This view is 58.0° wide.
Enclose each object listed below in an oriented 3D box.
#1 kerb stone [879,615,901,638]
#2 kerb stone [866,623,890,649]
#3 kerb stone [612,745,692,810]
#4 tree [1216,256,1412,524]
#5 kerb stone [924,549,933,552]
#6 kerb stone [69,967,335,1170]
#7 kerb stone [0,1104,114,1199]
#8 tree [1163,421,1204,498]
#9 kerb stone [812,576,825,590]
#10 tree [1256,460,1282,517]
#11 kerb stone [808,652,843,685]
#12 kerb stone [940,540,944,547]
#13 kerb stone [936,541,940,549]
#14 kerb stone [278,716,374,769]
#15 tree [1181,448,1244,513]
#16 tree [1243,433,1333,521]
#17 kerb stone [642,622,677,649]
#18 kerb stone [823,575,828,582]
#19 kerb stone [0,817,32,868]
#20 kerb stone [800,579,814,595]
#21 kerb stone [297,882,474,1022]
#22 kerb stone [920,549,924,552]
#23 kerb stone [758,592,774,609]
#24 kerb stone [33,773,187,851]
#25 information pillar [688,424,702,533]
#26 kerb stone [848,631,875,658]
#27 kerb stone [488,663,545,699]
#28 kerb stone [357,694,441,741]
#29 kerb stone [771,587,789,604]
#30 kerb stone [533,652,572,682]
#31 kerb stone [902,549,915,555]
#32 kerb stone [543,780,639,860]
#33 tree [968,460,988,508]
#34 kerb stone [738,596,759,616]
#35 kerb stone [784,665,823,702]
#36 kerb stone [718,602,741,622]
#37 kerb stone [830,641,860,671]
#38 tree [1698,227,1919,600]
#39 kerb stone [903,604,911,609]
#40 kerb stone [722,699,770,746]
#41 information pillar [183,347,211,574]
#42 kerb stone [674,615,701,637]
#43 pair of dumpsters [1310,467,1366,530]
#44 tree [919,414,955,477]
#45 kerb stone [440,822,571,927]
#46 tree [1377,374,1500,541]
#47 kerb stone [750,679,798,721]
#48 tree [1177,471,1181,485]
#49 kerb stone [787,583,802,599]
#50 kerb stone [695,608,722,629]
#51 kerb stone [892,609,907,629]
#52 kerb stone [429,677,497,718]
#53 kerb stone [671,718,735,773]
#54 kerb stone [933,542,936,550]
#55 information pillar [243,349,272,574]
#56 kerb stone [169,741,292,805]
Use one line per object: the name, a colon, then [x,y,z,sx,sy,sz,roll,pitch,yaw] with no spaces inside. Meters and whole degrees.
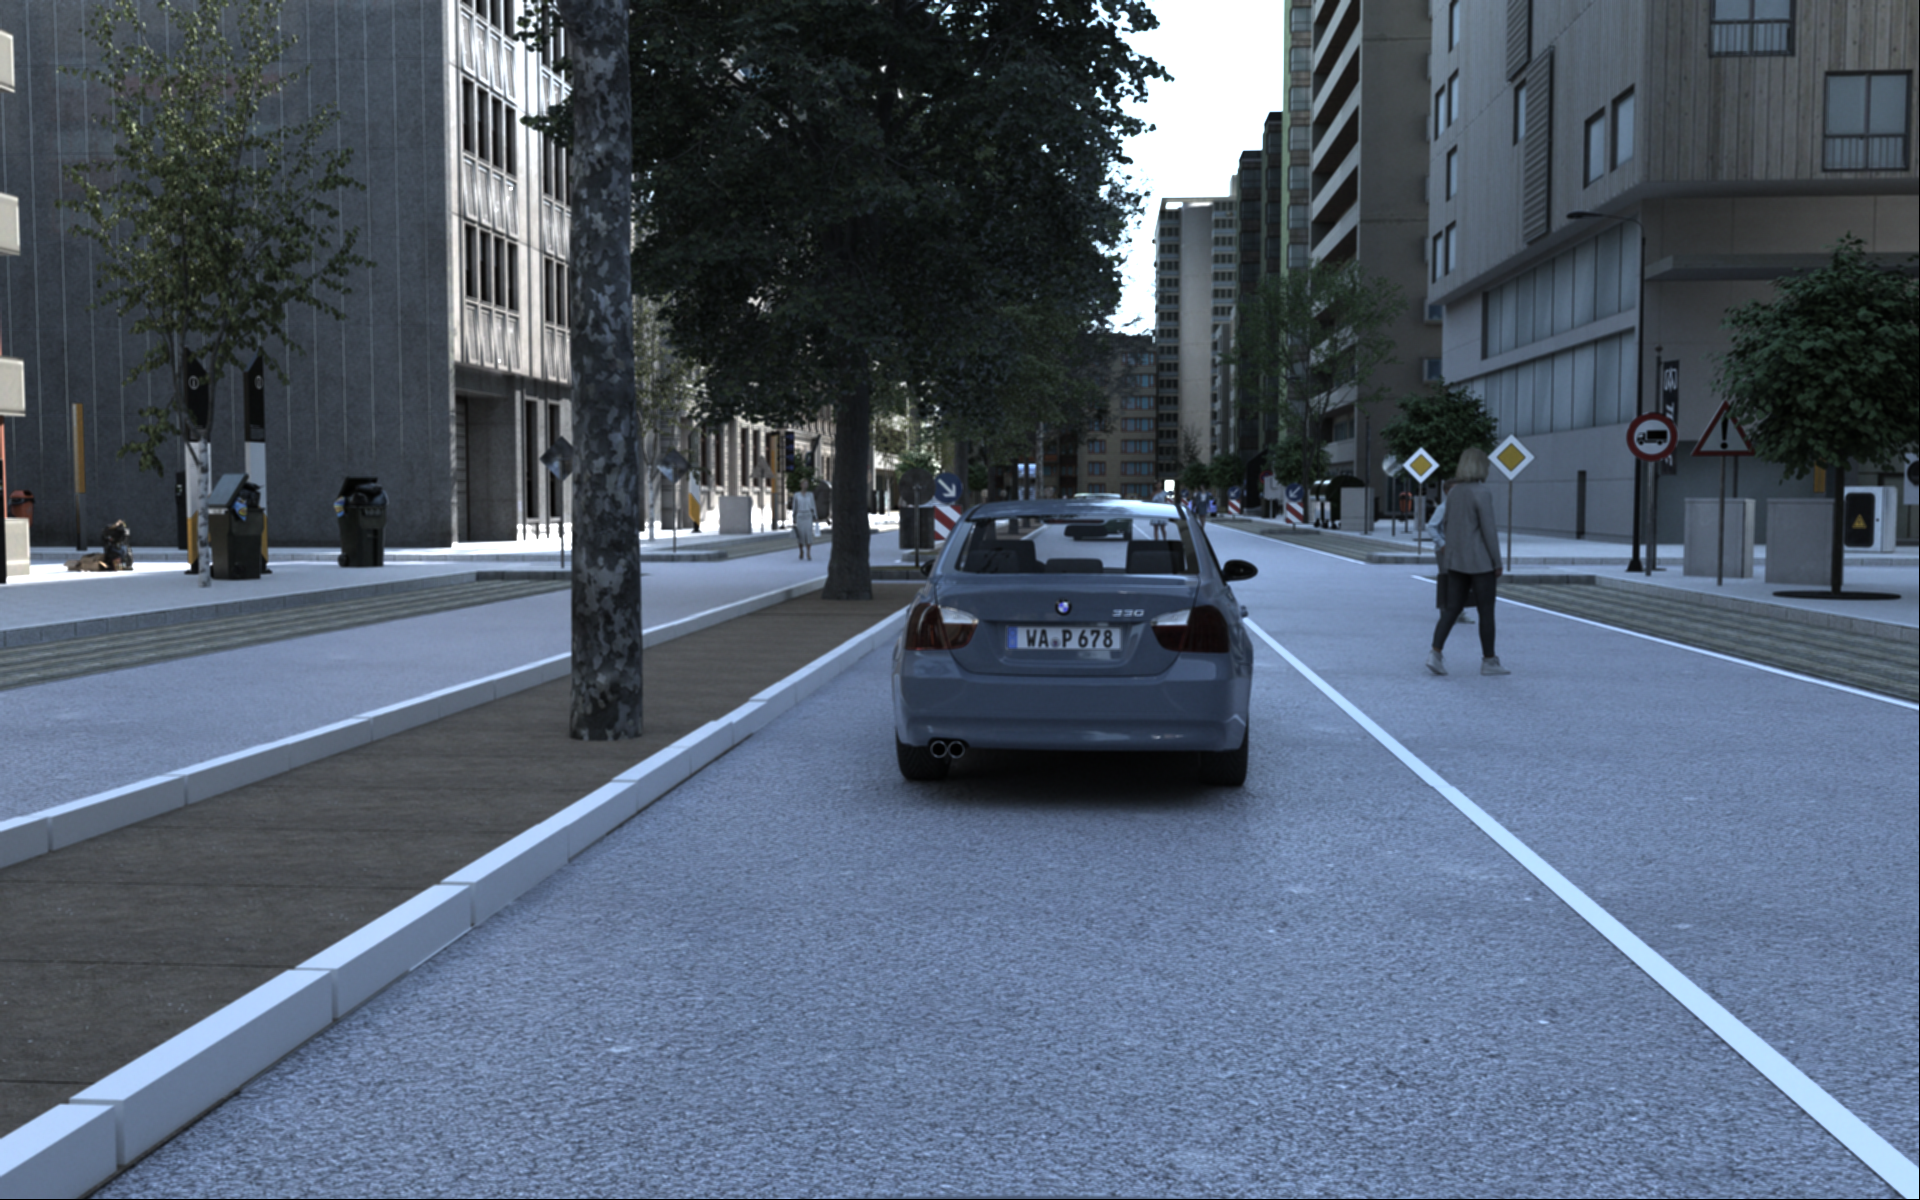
kerb stone: [-0.737,0.290,17.452,0.120,0.150,1.000,0,4,5]
kerb stone: [-0.813,0.352,16.433,0.120,0.150,1.000,0,4,5]
kerb stone: [-1.467,0.851,8.275,0.120,0.150,1.000,0,4,5]
tree: [15.072,-9.099,74.521,9.928,11.665,9.643,0,3,0]
kerb stone: [-0.846,-1.257,42.750,0.120,0.150,1.000,0,4,5]
kerb stone: [-1.790,1.102,4.171,0.120,0.150,1.000,0,4,5]
kerb stone: [-1.872,1.165,3.144,0.120,0.150,1.000,0,4,5]
tree: [22.857,-13.782,175.705,4.360,8.622,3.978,0,3,0]
kerb stone: [-2.189,-0.220,25.787,0.120,0.150,1.000,0,4,5]
tree: [17.239,-6.307,97.727,1.663,3.219,1.824,0,3,0]
kerb stone: [-1.058,0.540,13.370,0.120,0.150,1.000,0,4,5]
kerb stone: [-0.604,-1.444,45.812,0.120,0.150,1.000,0,4,5]
kerb stone: [-0.686,-1.382,44.793,0.120,0.150,1.000,0,4,5]
kerb stone: [-3.483,0.788,9.452,0.120,0.150,1.000,0,4,5]
tree: [18.477,-8.344,120.134,4.285,4.588,4.351,0,3,0]
tree: [16.195,-6.079,83.108,4.285,4.588,4.351,0,3,0]
kerb stone: [-2.914,0.346,16.589,0.120,0.150,1.000,0,4,5]
kerb stone: [-2.109,-0.279,26.808,0.120,0.150,1.000,0,4,5]
kerb stone: [-3.722,0.967,6.386,0.120,0.150,1.000,0,4,5]
kerb stone: [-2.267,-0.157,24.765,0.120,0.150,1.000,0,4,5]
kerb stone: [-1.707,1.043,5.198,0.120,0.150,1.000,0,4,5]
kerb stone: [-1.012,-1.132,40.696,0.120,0.150,1.000,0,4,5]
kerb stone: [-2.513,0.032,21.700,0.120,0.150,1.000,0,4,5]
kerb stone: [-3.639,0.908,7.411,0.120,0.150,1.000,0,4,5]
information pillar: [-8.857,-4.061,57.759,0.183,3.616,0.504,2,4,30]
kerb stone: [-0.903,0.415,15.412,0.120,0.150,1.000,0,4,5]
kerb stone: [-3.238,0.594,12.509,0.120,0.150,1.000,0,4,5]
kerb stone: [-3.400,0.717,10.472,0.120,0.150,1.000,0,4,5]
kerb stone: [-2.429,-0.032,22.719,0.120,0.150,1.000,0,4,5]
kerb stone: [-3.161,0.530,13.529,0.120,0.150,1.000,0,4,5]
kerb stone: [-1.169,-1.006,38.641,0.120,0.150,1.000,0,4,5]
kerb stone: [-1.545,0.920,7.250,0.120,0.150,1.000,0,4,5]
tree: [1.932,-11.887,178.058,4.285,4.588,4.351,0,3,0]
kerb stone: [-2.586,0.093,20.681,0.120,0.150,1.000,0,4,5]
kerb stone: [-1.137,0.603,12.349,0.120,0.150,1.000,0,4,5]
kerb stone: [-2.674,0.155,19.663,0.120,0.150,1.000,0,4,5]
kerb stone: [-0.976,0.477,14.393,0.120,0.150,1.000,0,4,5]
tree: [10.902,-2.317,21.605,4.285,4.588,4.351,0,3,0]
kerb stone: [-0.577,0.167,19.496,0.120,0.150,1.000,0,4,5]
kerb stone: [-1.300,0.740,10.312,0.120,0.150,1.000,0,4,5]
information pillar: [-12.237,-2.229,27.793,0.183,3.616,0.504,1,4,17]
kerb stone: [-2.832,0.288,17.608,0.120,0.150,1.000,0,4,5]
pair of dumpsters: [14.030,-3.776,64.227,1.574,2.255,4.437,0,4,5]
tree: [-1.462,-11.103,131.901,4.737,8.622,4.395,0,3,0]
kerb stone: [-1.621,0.976,6.230,0.120,0.150,1.000,0,4,5]
tree: [13.216,-3.911,47.662,4.285,4.588,4.351,0,3,0]
kerb stone: [-1.222,0.665,11.331,0.120,0.150,1.000,0,4,5]
tree: [21.209,-10.446,154.509,4.285,4.588,4.351,0,3,0]
kerb stone: [-2.347,-0.095,23.746,0.120,0.150,1.000,0,4,5]
kerb stone: [-2.751,0.218,18.626,0.120,0.150,1.000,0,4,5]
kerb stone: [-0.660,0.227,18.478,0.120,0.150,1.000,0,4,5]
kerb stone: [-3.324,0.655,11.491,0.120,0.150,1.000,0,4,5]
kerb stone: [-1.385,0.789,9.293,0.120,0.150,1.000,0,4,5]
kerb stone: [-0.765,-1.318,43.771,0.120,0.150,1.000,0,4,5]
information pillar: [-11.260,-2.223,27.701,0.183,3.616,0.504,0,4,6]
kerb stone: [-3.555,0.844,8.432,0.120,0.150,1.000,0,4,5]
